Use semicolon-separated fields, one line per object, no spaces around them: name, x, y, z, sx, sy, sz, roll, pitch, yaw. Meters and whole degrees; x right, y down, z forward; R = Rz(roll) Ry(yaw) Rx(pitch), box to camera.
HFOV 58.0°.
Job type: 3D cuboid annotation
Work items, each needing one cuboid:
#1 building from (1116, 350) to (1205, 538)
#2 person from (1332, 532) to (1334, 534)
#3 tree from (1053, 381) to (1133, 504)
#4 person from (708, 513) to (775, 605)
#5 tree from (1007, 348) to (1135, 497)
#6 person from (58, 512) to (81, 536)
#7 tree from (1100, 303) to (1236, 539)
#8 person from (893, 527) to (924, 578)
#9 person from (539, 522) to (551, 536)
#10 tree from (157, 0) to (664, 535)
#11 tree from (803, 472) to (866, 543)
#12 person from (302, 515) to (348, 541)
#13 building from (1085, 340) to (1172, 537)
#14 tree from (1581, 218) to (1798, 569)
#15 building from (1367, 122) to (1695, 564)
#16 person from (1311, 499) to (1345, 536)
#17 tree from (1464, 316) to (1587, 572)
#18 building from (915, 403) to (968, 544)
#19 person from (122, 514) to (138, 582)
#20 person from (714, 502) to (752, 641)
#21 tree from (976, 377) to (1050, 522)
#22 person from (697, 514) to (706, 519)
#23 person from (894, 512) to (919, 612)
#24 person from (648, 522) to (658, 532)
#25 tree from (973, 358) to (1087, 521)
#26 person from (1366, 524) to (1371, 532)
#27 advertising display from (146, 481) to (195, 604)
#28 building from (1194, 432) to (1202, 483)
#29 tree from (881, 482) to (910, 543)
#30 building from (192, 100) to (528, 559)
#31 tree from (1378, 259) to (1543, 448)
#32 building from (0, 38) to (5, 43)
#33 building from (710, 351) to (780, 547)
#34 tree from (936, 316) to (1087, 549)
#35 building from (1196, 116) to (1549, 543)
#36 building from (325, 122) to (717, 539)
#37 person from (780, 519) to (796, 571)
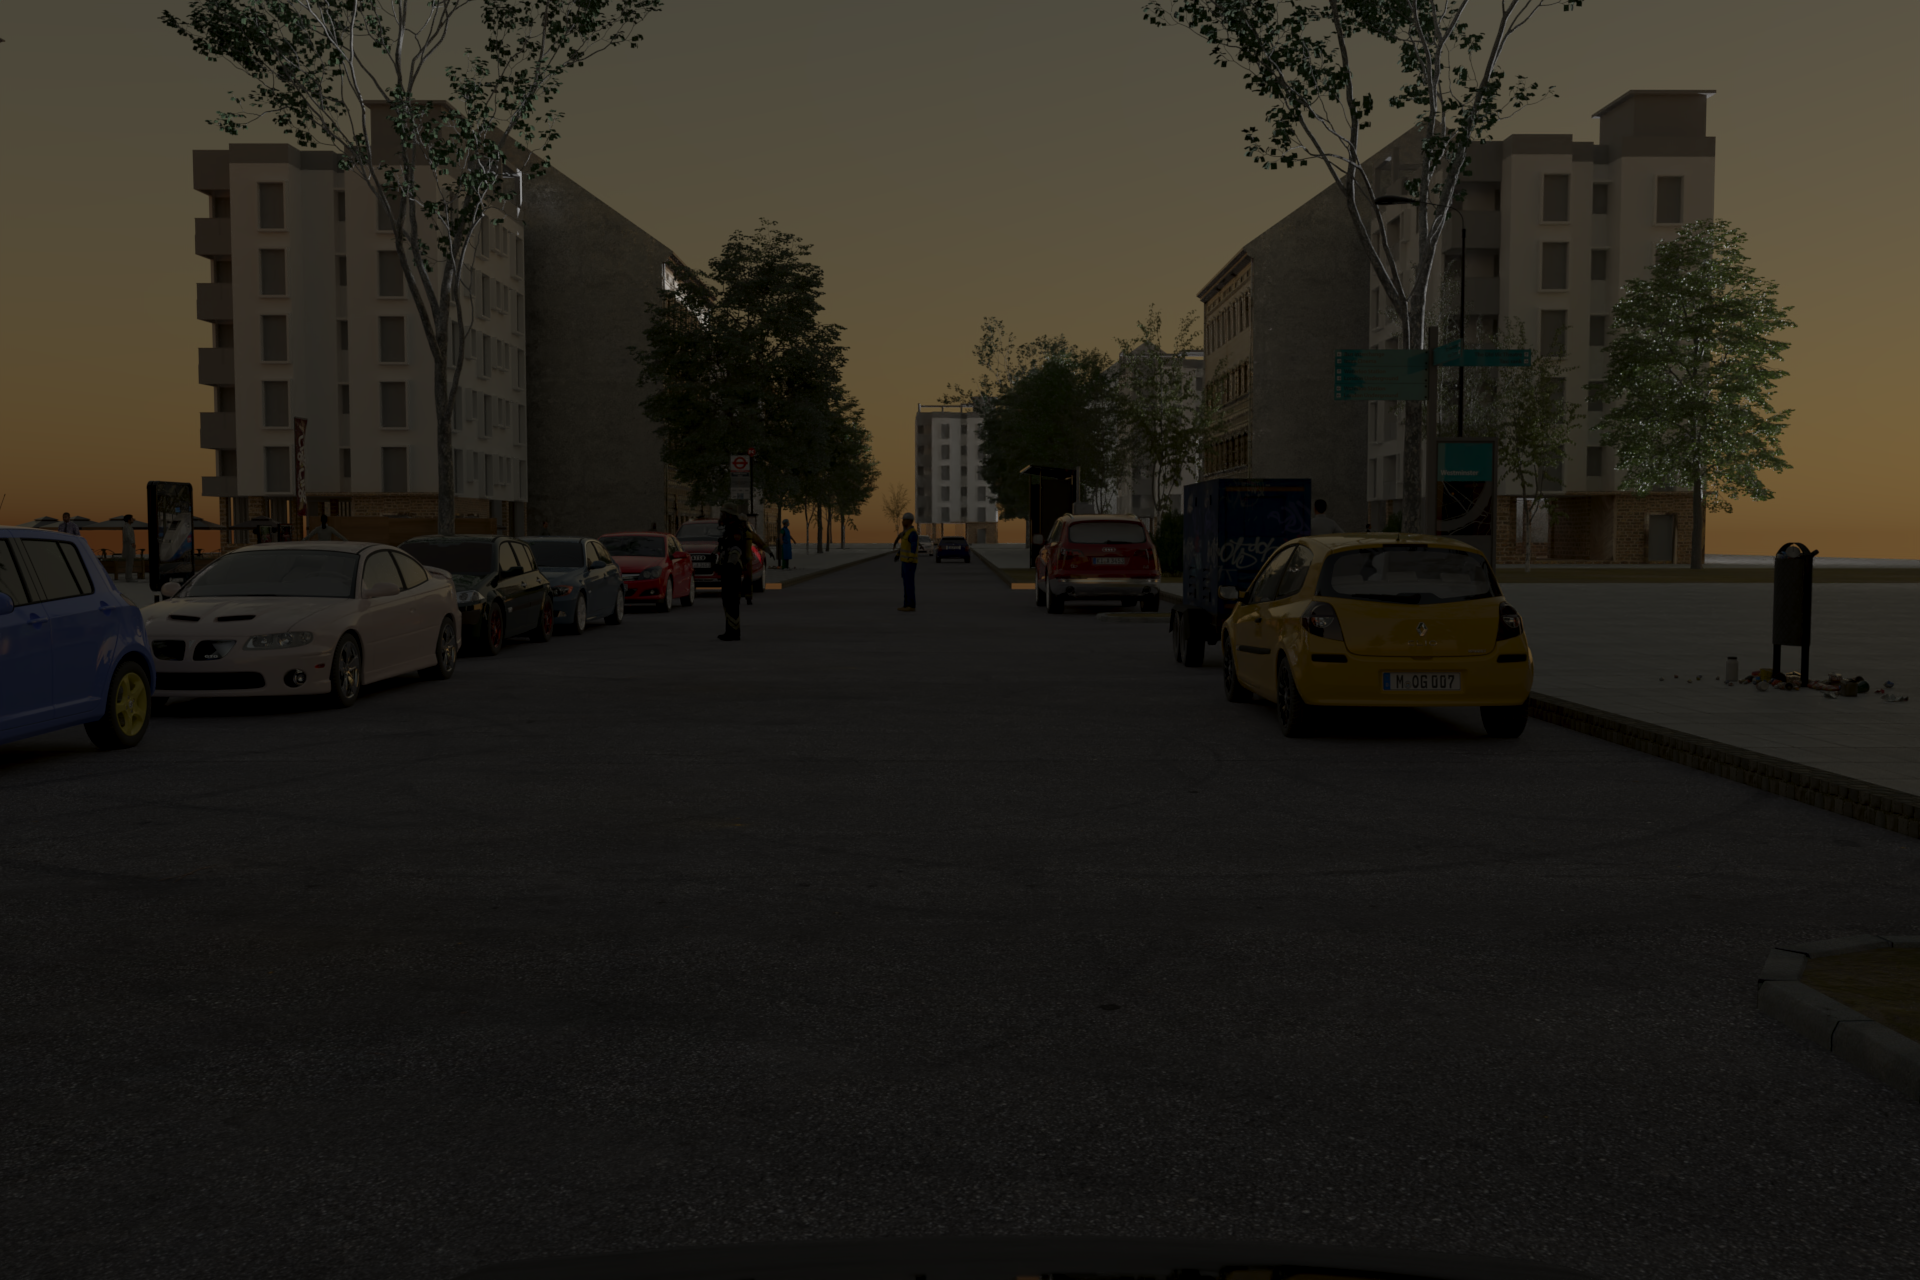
building;21.337;-19.665;177.934;16.016;20.090;11.380;0;3;0
person;7.779;-1.593;35.315;0.697;1.427;0.421;-1;4;-11
tree;6.163;-8.168;83.904;4.360;8.622;3.978;0;3;0
person;-4.408;-1.642;35.073;1.354;1.858;0.705;0;4;2
tree;6.219;-10.418;96.086;9.928;11.665;9.643;0;3;0
person;-22.897;-2.349;44.312;0.709;1.838;0.599;0;4;4
tree;6.696;-6.471;56.169;4.737;8.622;4.395;0;3;0
person;-1.737;-2.948;56.779;1.348;1.813;0.705;3;5;40
person;-17.302;-4.043;72.377;0.705;1.796;1.348;1;4;15
tree;-13.570;-11.274;40.224;12.611;20.169;13.585;0;3;0
tree;-17.869;-20.015;237.610;12.009;13.543;11.850;0;3;0
person;-14.668;-2.029;40.012;1.217;1.735;0.721;-1;4;-18
building;21.195;-22.917;205.625;19.493;23.208;18.063;0;4;0
tree;26.605;-8.870;63.158;7.486;12.596;7.792;0;3;0
building;25.735;-14.046;86.066;16.016;20.090;11.380;0;4;0
person;5.452;-1.234;26.331;1.344;1.810;0.704;-1;4;-12
tree;18.885;-6.563;57.672;4.737;8.622;4.395;0;3;0
building;-6.008;-23.486;242.873;11.380;20.090;16.016;1;4;8
person;-22.047;-2.437;46.037;0.705;1.806;1.347;-2;4;-27
person;-3.124;-0.926;23.374;0.705;1.856;1.354;-1;4;-15
tree;5.931;-14.148;137.979;9.857;13.997;8.962;0;3;0
person;-7.293;-2.635;49.018;0.705;1.837;1.347;0;4;6
person;-0.982;-1.451;32.144;0.705;1.833;1.349;-1;4;-14
person;-13.476;-4.292;76.295;0.705;1.813;1.348;3;4;36
tree;5.548;-13.469;126.878;9.857;13.997;8.962;0;3;0
person;18.102;-4.257;76.329;0.721;1.740;1.216;1;4;19
advertising display;-9.701;-0.986;21.327;0.123;1.923;0.974;0;4;1
building;23.693;-11.310;127.072;9.099;9.664;28.070;0;4;0
tree;-8.411;-17.804;241.456;4.360;8.622;3.978;0;3;0
building;-27.485;-13.487;76.939;16.016;20.090;11.380;0;4;1
tree;12.837;-5.900;46.827;4.360;8.622;3.978;0;3;0
building;-31.668;-11.824;33.978;13.314;22.015;24.055;0;4;-1
building;-28.813;-21.383;180.542;19.493;23.208;18.063;0;4;-1
tree;4.832;-18.076;151.431;12.611;20.169;13.585;0;3;0
building;24.645;-16.487;100.484;19.493;23.208;18.063;0;3;0
building;-25.155;-16.563;101.732;19.493;23.208;18.063;0;4;0
person;-6.093;-3.352;60.926;0.704;1.817;1.347;1;4;16
